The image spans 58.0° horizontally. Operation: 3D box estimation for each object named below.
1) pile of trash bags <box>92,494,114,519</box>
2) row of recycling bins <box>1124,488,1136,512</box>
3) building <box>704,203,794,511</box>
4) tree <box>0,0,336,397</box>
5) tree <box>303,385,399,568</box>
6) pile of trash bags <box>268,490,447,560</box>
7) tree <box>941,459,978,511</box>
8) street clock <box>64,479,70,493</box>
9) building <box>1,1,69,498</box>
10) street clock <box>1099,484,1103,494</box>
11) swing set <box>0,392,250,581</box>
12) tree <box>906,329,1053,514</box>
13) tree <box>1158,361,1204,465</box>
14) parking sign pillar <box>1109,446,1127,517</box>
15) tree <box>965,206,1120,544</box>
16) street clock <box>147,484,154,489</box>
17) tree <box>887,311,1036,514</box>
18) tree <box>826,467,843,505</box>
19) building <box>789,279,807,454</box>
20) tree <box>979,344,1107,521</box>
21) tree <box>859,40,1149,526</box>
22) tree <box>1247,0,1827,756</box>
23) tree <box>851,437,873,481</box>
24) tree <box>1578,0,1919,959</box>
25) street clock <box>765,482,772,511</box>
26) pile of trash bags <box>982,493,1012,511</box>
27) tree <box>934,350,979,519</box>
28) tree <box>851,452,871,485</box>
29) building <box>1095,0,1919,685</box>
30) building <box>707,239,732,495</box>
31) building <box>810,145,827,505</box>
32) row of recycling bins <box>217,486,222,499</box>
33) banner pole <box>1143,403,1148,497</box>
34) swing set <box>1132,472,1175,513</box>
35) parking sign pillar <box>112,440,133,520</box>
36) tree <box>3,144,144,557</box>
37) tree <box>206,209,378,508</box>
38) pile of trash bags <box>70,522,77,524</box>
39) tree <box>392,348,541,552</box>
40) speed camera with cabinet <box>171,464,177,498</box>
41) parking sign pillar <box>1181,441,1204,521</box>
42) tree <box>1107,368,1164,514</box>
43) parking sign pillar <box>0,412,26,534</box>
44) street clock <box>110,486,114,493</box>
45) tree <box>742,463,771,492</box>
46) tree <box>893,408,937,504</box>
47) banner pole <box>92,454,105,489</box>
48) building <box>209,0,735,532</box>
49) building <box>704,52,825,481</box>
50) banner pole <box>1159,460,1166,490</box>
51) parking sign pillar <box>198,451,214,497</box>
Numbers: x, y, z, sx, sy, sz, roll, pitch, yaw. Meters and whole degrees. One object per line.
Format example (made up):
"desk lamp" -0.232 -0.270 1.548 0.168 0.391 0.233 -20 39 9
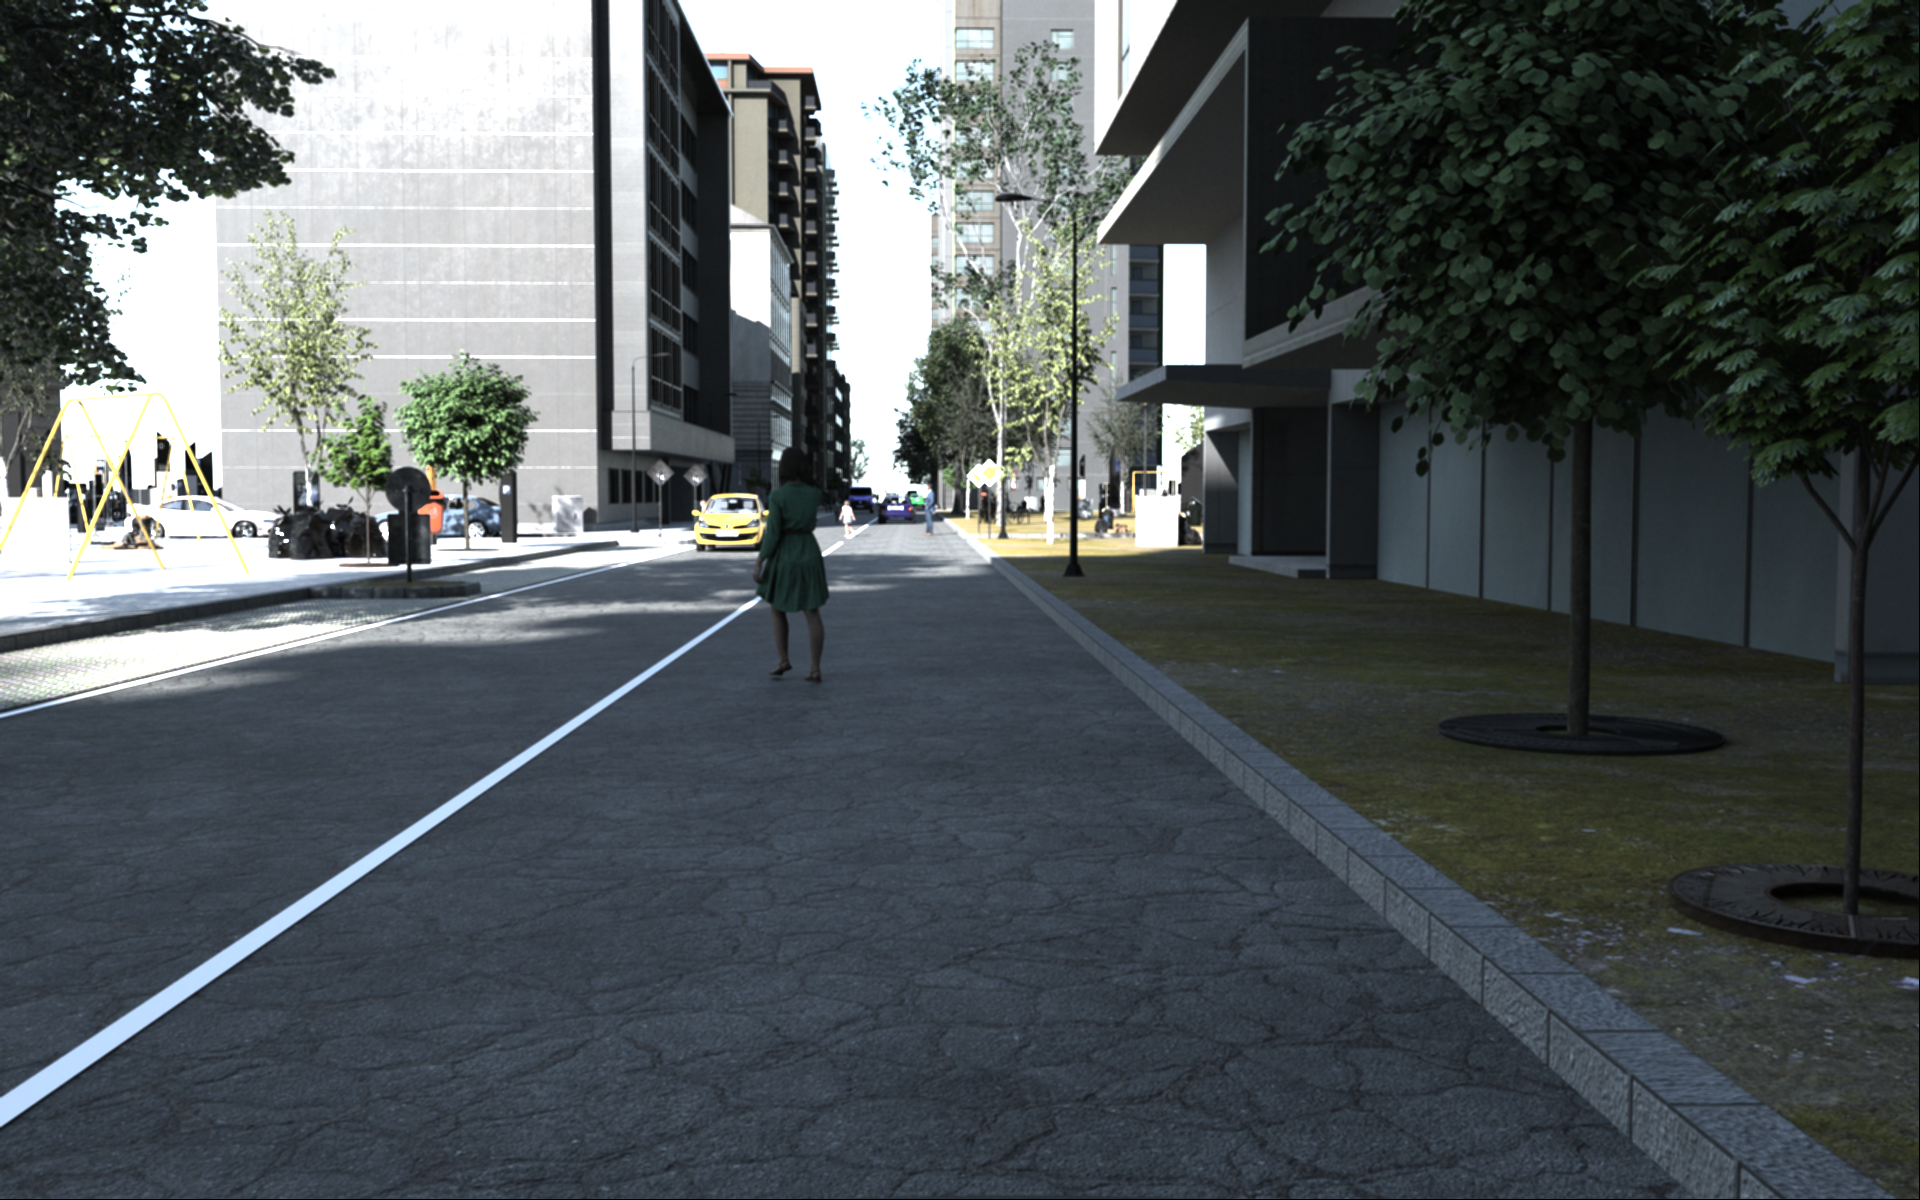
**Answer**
"pile of trash bags" -44.727 -4.873 89.427 1.912 1.369 3.447 -2 4 -35
"row of recycling bins" 12.201 -7.226 125.252 1.069 1.692 3.534 0 4 2
"building" -17.021 -16.576 120.171 9.793 20.994 18.267 0 4 -2
"tree" -10.219 -6.629 15.044 9.857 13.997 8.962 0 3 0
"tree" -10.470 -2.210 30.739 1.663 3.219 1.824 0 3 0
"pile of trash bags" -12.146 -1.552 35.122 3.447 1.369 1.912 -2 4 -33
"tree" 0.121 -9.250 134.949 4.285 4.588 4.351 0 3 0
"street clock" -43.922 -4.916 84.954 0.471 2.002 0.358 -1 4 -16
"building" -47.051 -16.825 62.482 23.554 28.519 14.401 0 4 -2
"street clock" 9.920 -7.140 121.314 0.358 2.002 0.471 1 4 21
"swing set" -13.254 -1.817 27.331 3.119 2.851 2.862 3 5 39
"tree" 1.201 -9.963 97.313 8.767 10.594 7.601 0 4 -1
"tree" 13.098 -8.858 95.186 4.737 8.622 4.395 0 3 0
"parking sign pillar" 8.660 -6.647 97.144 1.447 3.967 1.447 0 4 -3
"tree" 2.293 -5.779 44.853 4.737 8.622 4.395 0 3 0
"street clock" -60.952 -7.700 130.464 0.358 2.002 0.471 3 5 41
"tree" -0.049 -11.742 108.988 9.611 12.733 9.660 0 3 0
"tree" -15.573 -13.775 208.926 4.285 4.588 4.351 0 3 0
"building" -27.695 -18.445 146.615 27.650 21.520 28.899 0 4 -2
"tree" 3.975 -8.132 83.317 4.360 8.622 3.978 0 3 0
"tree" 3.069 -13.132 70.599 12.611 20.169 13.585 0 3 0
"tree" 3.230 -1.554 9.121 4.285 4.588 4.351 0 3 0
"tree" -18.316 -22.376 291.602 9.928 11.665 9.643 0 3 0
"tree" 2.679 -0.639 5.048 1.663 3.219 1.824 0 3 0
"street clock" -11.812 -6.251 106.767 0.358 2.002 0.471 -3 5 -44
"pile of trash bags" 2.410 -7.243 128.170 1.912 1.369 3.447 -2 4 -29
"tree" 0.534 -8.485 89.085 4.360 8.622 3.978 0 3 0
"tree" -16.799 -20.160 279.978 4.737 8.622 4.395 0 3 0
"building" 16.670 -26.594 24.057 28.713 52.752 27.495 0 4 -2
"building" -21.334 -14.011 96.540 16.820 18.784 16.811 0 4 -2
"building" -22.698 -31.419 197.292 14.154 41.232 14.086 0 4 -2
"row of recycling bins" -34.281 -4.689 83.775 3.534 1.692 1.069 1 4 8
"banner pole" 5.082 -3.522 47.597 0.401 3.779 0.863 0 4 6
"swing set" 13.484 -7.591 121.731 3.119 2.851 2.862 0 4 3
"parking sign pillar" -40.984 -5.911 85.113 1.447 3.967 1.447 -2 4 -33
"tree" -19.121 -5.171 34.914 4.360 8.622 3.978 0 3 0
"tree" -16.921 -5.765 44.613 4.737 8.622 4.395 0 3 0
"pile of trash bags" -39.618 -3.954 74.404 3.447 1.369 1.912 -2 4 -31
"tree" -11.142 -3.399 39.289 4.285 4.588 4.351 0 3 0
"speed camera with cabinet" -52.542 -7.325 114.095 2.038 3.252 0.660 0 4 -5
"parking sign pillar" 11.360 -5.833 83.844 1.447 3.967 1.447 1 4 22
"tree" 9.793 -9.272 101.959 4.360 8.622 3.978 0 3 0
"parking sign pillar" -31.353 -4.172 56.690 1.447 3.967 1.447 -1 4 -8
"street clock" -64.496 -7.764 131.507 0.358 2.002 0.471 1 4 16
"tree" -13.039 -7.026 109.474 1.663 3.219 1.824 0 3 0
"tree" -3.307 -19.012 217.504 9.857 13.997 8.962 0 3 0
"banner pole" -53.775 -7.219 108.053 0.863 3.779 0.401 -1 4 -9
"building" -18.069 -15.489 72.309 14.314 24.678 30.058 0 4 -2
"building" -25.234 -31.824 174.947 22.147 44.769 28.867 0 4 -2
"banner pole" 15.071 -8.485 128.748 0.401 3.779 0.863 -2 4 -32
"parking sign pillar" -46.753 -7.238 106.810 1.447 3.967 1.447 3 4 37
